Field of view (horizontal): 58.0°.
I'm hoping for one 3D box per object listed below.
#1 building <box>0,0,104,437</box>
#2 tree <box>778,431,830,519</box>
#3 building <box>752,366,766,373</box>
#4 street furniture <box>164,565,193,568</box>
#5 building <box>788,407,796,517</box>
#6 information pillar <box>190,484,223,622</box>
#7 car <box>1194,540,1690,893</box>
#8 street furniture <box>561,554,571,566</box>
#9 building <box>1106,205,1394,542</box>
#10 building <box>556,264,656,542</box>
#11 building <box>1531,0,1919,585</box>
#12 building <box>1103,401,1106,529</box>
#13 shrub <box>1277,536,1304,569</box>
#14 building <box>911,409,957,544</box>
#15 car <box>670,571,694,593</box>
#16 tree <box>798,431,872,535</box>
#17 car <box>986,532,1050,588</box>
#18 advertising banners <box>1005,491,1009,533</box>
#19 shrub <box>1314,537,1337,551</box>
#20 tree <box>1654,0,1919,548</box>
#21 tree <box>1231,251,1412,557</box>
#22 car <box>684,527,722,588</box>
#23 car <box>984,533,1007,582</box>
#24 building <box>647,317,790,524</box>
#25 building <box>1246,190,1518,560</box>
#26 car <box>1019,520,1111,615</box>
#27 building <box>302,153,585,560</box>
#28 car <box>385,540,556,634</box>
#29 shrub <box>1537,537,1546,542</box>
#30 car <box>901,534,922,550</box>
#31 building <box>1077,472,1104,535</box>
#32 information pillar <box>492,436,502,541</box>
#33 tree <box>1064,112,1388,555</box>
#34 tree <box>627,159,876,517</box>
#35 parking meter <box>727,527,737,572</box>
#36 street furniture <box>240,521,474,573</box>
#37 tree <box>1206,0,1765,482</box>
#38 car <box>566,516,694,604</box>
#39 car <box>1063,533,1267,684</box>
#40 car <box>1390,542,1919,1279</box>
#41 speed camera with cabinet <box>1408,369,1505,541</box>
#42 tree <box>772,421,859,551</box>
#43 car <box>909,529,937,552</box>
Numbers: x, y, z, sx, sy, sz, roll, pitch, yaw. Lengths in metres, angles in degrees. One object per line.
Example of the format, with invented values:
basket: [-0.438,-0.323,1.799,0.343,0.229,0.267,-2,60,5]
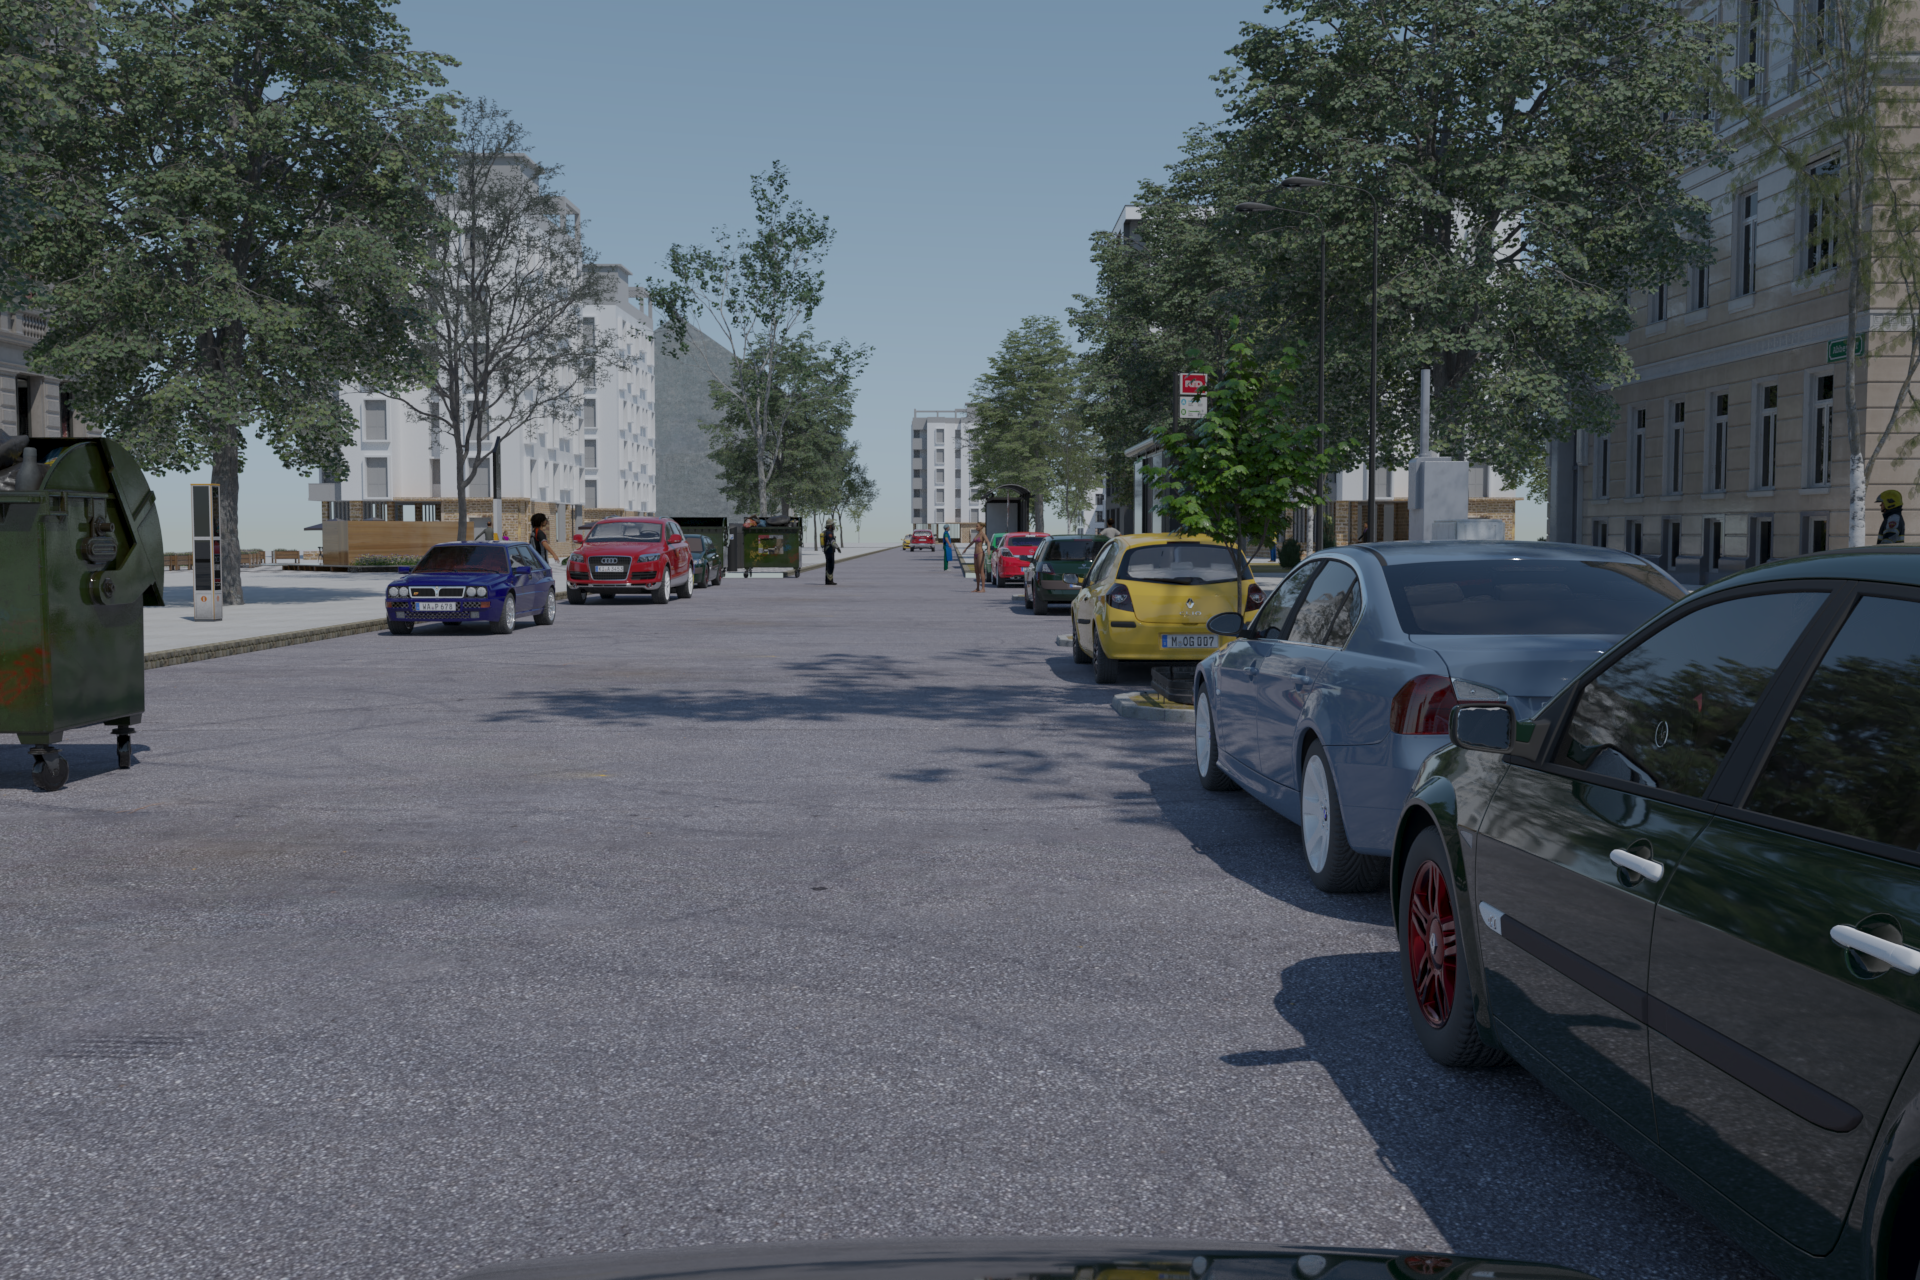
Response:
building: [-31.960,-13.321,45.519,11.050,23.595,19.941,0,4,0]
tree: [-10.690,-10.177,116.762,4.737,8.622,4.395,0,3,0]
building: [-27.355,-20.757,195.793,16.016,20.090,11.380,0,3,0]
street furniture: [-34.326,-3.057,65.612,5.734,0.657,10.072,3,5,44]
building: [-31.262,-22.058,227.103,16.747,18.905,31.486,0,4,-1]
information pillar: [-11.031,-1.277,25.368,0.304,2.012,0.304,0,3,0]
car: [2.255,0.231,8.225,2.014,1.417,4.499,0,4,-1]
street furniture: [-12.843,-3.530,73.340,10.072,0.657,5.734,-3,5,-43]
building: [24.203,-17.129,124.041,27.936,21.610,32.646,0,4,0]
building: [-28.787,-16.273,122.488,16.016,20.090,11.380,0,4,0]
building: [24.706,-15.812,44.431,13.634,28.700,20.117,0,3,0]
building: [21.492,-20.853,197.360,16.016,20.090,11.380,0,4,0]
shrub: [12.013,-3.173,62.993,1.383,1.207,1.383,0,3,0]
building: [-6.831,-24.098,252.886,11.380,20.090,16.016,0,4,2]
car: [-7.634,-2.035,42.867,1.945,1.707,3.694,0,4,-1]
tree: [-11.206,-13.140,149.249,8.767,10.594,7.601,2,4,34]
car: [1.819,-2.361,47.649,2.155,1.783,4.494,0,4,-2]
advertising banners: [1.833,-4.376,67.728,0.090,3.025,2.074,0,4,-1]
shrub: [14.790,-3.605,70.064,1.383,1.207,1.383,0,3,0]
tree: [8.341,-4.038,16.389,4.360,8.622,3.978,0,3,0]
tree: [8.558,-5.544,41.013,4.737,8.622,4.395,0,3,0]
car: [-7.520,-2.267,46.848,2.009,1.686,4.222,0,3,0]
car: [1.621,-2.694,52.836,1.959,1.807,4.718,0,4,-1]
building: [-28.313,-21.521,182.792,19.493,23.208,18.063,0,4,0]
building: [21.483,-14.792,98.268,16.016,20.090,11.380,0,4,-1]
car: [2.122,-1.360,32.028,2.009,1.686,4.222,0,4,-1]
building: [-26.679,-14.125,87.367,16.016,20.090,11.380,0,4,0]
car: [-7.277,-0.818,25.957,1.945,1.354,3.894,0,3,0]
shrub: [25.309,-3.923,75.259,1.383,1.207,1.383,0,3,0]
car: [-4.195,-8.732,152.987,2.015,1.641,3.980,0,4,0]
building: [20.494,-17.256,224.280,9.099,9.664,28.070,0,3,0]
information pillar: [-10.993,-3.048,41.184,0.183,3.616,0.504,0,4,-1]
tree: [8.194,-8.865,51.591,9.857,13.997,8.962,0,3,0]
tree: [-10.809,-14.328,90.158,12.611,20.169,13.585,0,3,0]
parking meter: [-7.805,-3.109,59.247,0.372,1.533,0.369,0,3,0]
street furniture: [-18.915,-3.331,61.314,9.812,1.723,11.010,3,5,44]
tree: [8.473,-7.545,30.014,9.857,13.997,8.962,0,3,0]
car: [-6.986,-1.735,37.038,2.281,1.827,5.304,0,4,0]
car: [2.113,-0.477,18.016,2.015,1.641,3.980,0,4,-1]
car: [2.141,0.386,3.481,2.009,1.686,4.222,0,4,-1]
speed camera with cabinet: [5.787,-1.584,20.238,0.660,3.252,2.038,0,4,0]
tree: [-11.168,-11.980,130.292,7.601,10.594,8.767,-2,4,-31]
car: [-3.042,-8.093,140.996,2.281,1.827,5.304,0,4,-1]
